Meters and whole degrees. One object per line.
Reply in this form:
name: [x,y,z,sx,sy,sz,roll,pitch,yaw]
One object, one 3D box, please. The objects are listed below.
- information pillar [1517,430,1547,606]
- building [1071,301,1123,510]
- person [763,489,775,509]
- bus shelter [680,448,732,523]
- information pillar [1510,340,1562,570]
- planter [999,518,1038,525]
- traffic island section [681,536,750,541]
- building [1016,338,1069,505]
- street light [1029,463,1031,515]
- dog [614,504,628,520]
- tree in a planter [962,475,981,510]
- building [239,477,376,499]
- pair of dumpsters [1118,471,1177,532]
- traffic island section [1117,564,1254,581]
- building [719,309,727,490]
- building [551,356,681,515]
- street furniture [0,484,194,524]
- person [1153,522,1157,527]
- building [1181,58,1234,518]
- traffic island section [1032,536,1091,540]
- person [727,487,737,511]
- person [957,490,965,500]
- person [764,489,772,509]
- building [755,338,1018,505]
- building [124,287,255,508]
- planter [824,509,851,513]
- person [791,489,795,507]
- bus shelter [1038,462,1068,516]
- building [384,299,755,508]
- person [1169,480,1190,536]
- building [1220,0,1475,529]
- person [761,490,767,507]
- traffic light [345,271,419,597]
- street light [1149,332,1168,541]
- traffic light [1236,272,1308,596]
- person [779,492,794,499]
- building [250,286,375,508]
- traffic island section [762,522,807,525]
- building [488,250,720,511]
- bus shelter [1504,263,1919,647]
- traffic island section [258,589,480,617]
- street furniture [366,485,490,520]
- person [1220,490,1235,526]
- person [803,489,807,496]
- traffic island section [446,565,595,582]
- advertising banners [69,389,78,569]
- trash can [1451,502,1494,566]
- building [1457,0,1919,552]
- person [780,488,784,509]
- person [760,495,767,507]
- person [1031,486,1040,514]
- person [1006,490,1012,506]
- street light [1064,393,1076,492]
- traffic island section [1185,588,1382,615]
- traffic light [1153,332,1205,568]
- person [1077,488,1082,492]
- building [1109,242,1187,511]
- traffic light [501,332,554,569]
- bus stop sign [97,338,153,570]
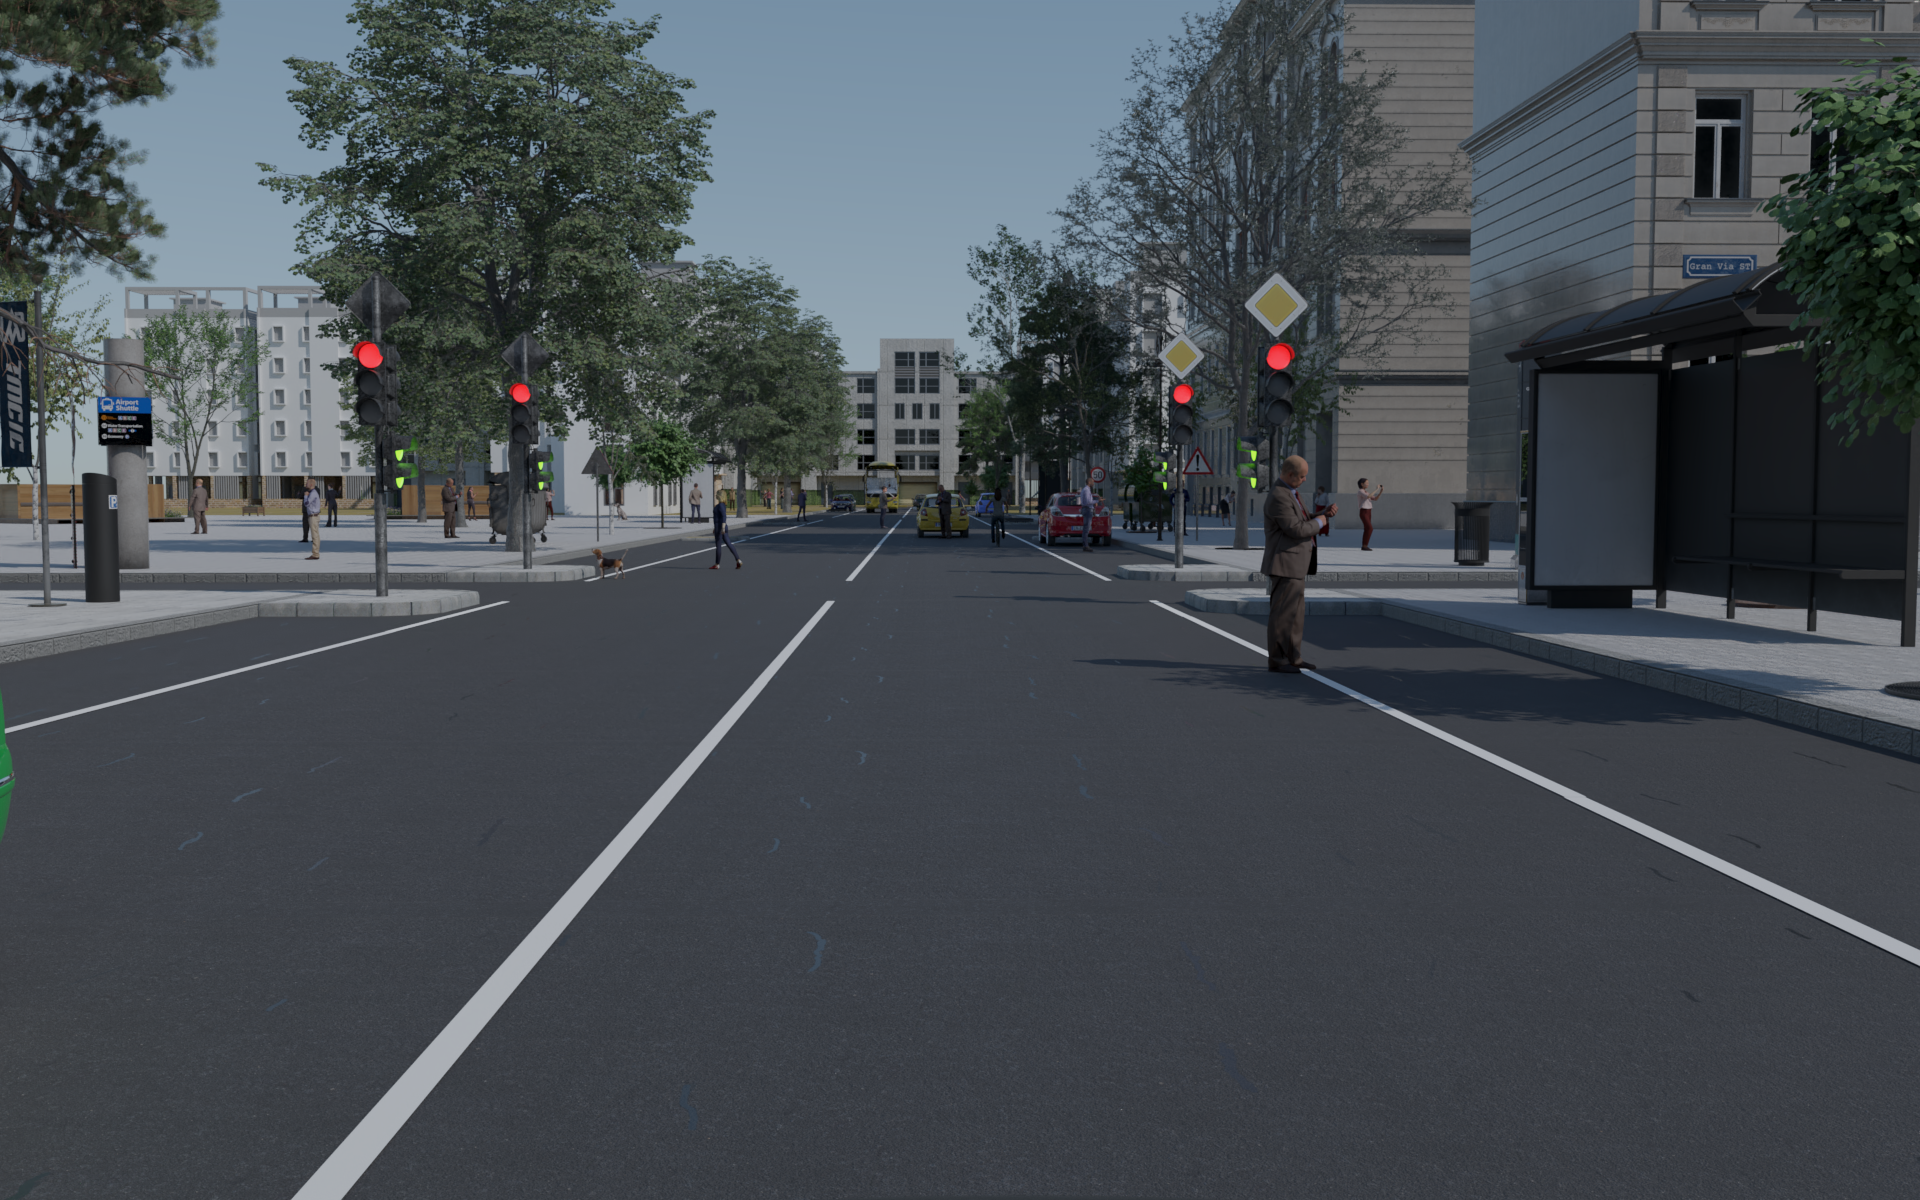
information pillar: [6.651,-0.948,19.997,0.304,2.012,0.304,0,4,-1]
building: [19.837,-17.822,157.852,16.747,18.905,31.486,0,4,-1]
person: [-16.133,-8.551,146.570,1.217,1.743,0.721,1,4,9]
bus shelter: [-11.753,-5.229,79.416,2.014,3.302,5.546,0,4,-1]
information pillar: [9.837,-2.453,29.489,0.750,3.857,0.750,1,4,12]
planter: [2.709,-3.693,81.522,1.991,0.319,1.994,0,4,-1]
traffic island section: [-7.634,-1.926,54.351,1.991,0.108,1.994,0,4,-1]
building: [12.515,-21.314,204.900,11.380,20.091,16.016,0,4,-1]
street light: [4.245,-8.064,104.639,0.468,5.910,1.993,0,4,-1]
dog: [-16.396,-4.286,84.451,0.800,0.831,0.513,1,4,11]
tree in a planter: [1.062,-9.902,159.115,1.991,3.239,1.994,0,4,-1]
building: [-69.781,-20.612,203.464,31.486,18.905,16.747,0,4,-1]
pair of dumpsters: [6.571,-3.565,60.783,1.574,2.255,4.436,0,4,-1]
traffic island section: [3.806,-0.468,29.932,2.009,0.180,2.903,0,4,-1]
building: [-28.604,-17.930,149.572,16.016,20.091,11.380,0,4,-1]
building: [-23.692,-10.813,118.942,9.099,9.664,28.070,0,4,-1]
street furniture: [-39.297,-4.402,78.831,11.010,1.723,9.812,2,4,30]
person: [7.535,-3.598,67.143,0.388,1.546,0.482,0,4,7]
building: [20.064,-18.919,95.230,13.634,28.700,20.117,0,4,-1]
traffic island section: [3.283,-1.940,54.591,1.991,0.108,1.994,0,4,-1]
person: [-17.654,-7.839,134.300,1.348,1.812,0.705,-1,4,-11]
person: [0.024,-7.850,137.522,0.721,1.739,1.217,-2,4,-34]
person: [-16.584,-8.720,149.292,0.721,1.739,1.217,2,4,27]
building: [-9.265,-20.719,205.211,31.486,18.905,16.747,0,4,-1]
building: [-70.117,-18.856,164.710,11.380,20.091,16.016,0,4,-1]
planter: [-9.256,-6.749,131.483,1.991,0.319,1.994,0,4,-1]
person: [-16.864,-10.307,174.432,0.599,1.838,0.709,-1,4,-18]
bus shelter: [5.176,-6.583,98.909,1.731,3.624,6.357,0,4,-1]
building: [-36.405,-18.233,164.564,31.486,18.905,16.747,0,4,-1]
person: [6.782,-2.842,53.213,0.576,1.737,0.504,-1,4,-19]
building: [19.618,-17.491,73.367,14.401,28.519,23.554,0,4,-1]
person: [-19.641,-10.182,173.325,0.742,1.727,0.445,1,4,17]
traffic light: [-7.223,-1.978,21.583,0.839,4.213,0.868,0,4,-1]
street light: [5.488,-4.564,47.411,0.468,5.910,1.993,0,4,-1]
traffic light: [3.935,-1.993,21.835,0.839,4.213,0.868,0,4,-1]
person: [-13.356,-7.719,132.953,1.217,1.736,0.721,-2,4,-25]
building: [-57.829,-18.805,163.878,11.380,20.091,16.016,0,4,-1]
traffic island section: [-8.205,-3.573,81.289,1.991,0.108,1.994,0,4,-1]
building: [-28.147,-17.236,138.220,16.016,20.091,11.380,0,4,-1]
bus shelter: [7.200,-1.404,16.872,2.014,3.302,5.546,0,4,-1]
traffic island section: [-7.264,0.035,21.716,2.009,0.180,2.903,0,4,-1]
street furniture: [-27.696,-5.158,91.180,11.010,1.723,9.812,-1,4,-14]
person: [10.830,-3.707,69.841,0.799,1.438,0.628,2,4,30]
person: [-16.287,-10.663,180.831,0.683,1.767,0.568,0,4,2]
traffic island section: [-7.433,-0.454,29.699,2.009,0.180,2.903,0,4,-1]
advertising banners: [-15.332,-2.064,29.933,0.090,3.025,2.074,-2,4,-28]
trash can: [9.170,-1.184,31.019,0.748,1.137,0.748,0,3,0]
building: [26.567,-15.029,42.991,25.104,27.353,12.463,0,4,-1]
person: [-14.904,-8.520,145.356,0.705,1.822,1.348,-1,4,-15]
person: [-19.879,-10.196,175.977,0.991,1.433,0.599,-3,5,-44]
person: [5.133,-6.401,110.778,1.350,1.814,0.705,-1,4,-23]
person: [5.149,-10.708,181.666,0.434,1.755,0.990,-2,4,-30]
street light: [4.816,-6.311,75.976,0.468,5.910,1.993,0,4,-1]
traffic island section: [3.975,0.020,21.948,2.009,0.180,2.903,0,4,-1]
traffic light: [3.766,-2.482,29.818,0.839,4.213,0.868,0,4,-1]
person: [8.497,-7.107,122.911,0.551,1.740,0.621,2,4,34]
building: [19.953,-17.085,135.756,16.016,20.091,11.380,0,4,-1]
traffic light: [-7.393,-2.466,29.566,0.839,4.213,0.868,0,4,-1]
bus stop sign: [-14.251,-2.483,29.616,0.837,3.901,0.837,-2,4,-25]
